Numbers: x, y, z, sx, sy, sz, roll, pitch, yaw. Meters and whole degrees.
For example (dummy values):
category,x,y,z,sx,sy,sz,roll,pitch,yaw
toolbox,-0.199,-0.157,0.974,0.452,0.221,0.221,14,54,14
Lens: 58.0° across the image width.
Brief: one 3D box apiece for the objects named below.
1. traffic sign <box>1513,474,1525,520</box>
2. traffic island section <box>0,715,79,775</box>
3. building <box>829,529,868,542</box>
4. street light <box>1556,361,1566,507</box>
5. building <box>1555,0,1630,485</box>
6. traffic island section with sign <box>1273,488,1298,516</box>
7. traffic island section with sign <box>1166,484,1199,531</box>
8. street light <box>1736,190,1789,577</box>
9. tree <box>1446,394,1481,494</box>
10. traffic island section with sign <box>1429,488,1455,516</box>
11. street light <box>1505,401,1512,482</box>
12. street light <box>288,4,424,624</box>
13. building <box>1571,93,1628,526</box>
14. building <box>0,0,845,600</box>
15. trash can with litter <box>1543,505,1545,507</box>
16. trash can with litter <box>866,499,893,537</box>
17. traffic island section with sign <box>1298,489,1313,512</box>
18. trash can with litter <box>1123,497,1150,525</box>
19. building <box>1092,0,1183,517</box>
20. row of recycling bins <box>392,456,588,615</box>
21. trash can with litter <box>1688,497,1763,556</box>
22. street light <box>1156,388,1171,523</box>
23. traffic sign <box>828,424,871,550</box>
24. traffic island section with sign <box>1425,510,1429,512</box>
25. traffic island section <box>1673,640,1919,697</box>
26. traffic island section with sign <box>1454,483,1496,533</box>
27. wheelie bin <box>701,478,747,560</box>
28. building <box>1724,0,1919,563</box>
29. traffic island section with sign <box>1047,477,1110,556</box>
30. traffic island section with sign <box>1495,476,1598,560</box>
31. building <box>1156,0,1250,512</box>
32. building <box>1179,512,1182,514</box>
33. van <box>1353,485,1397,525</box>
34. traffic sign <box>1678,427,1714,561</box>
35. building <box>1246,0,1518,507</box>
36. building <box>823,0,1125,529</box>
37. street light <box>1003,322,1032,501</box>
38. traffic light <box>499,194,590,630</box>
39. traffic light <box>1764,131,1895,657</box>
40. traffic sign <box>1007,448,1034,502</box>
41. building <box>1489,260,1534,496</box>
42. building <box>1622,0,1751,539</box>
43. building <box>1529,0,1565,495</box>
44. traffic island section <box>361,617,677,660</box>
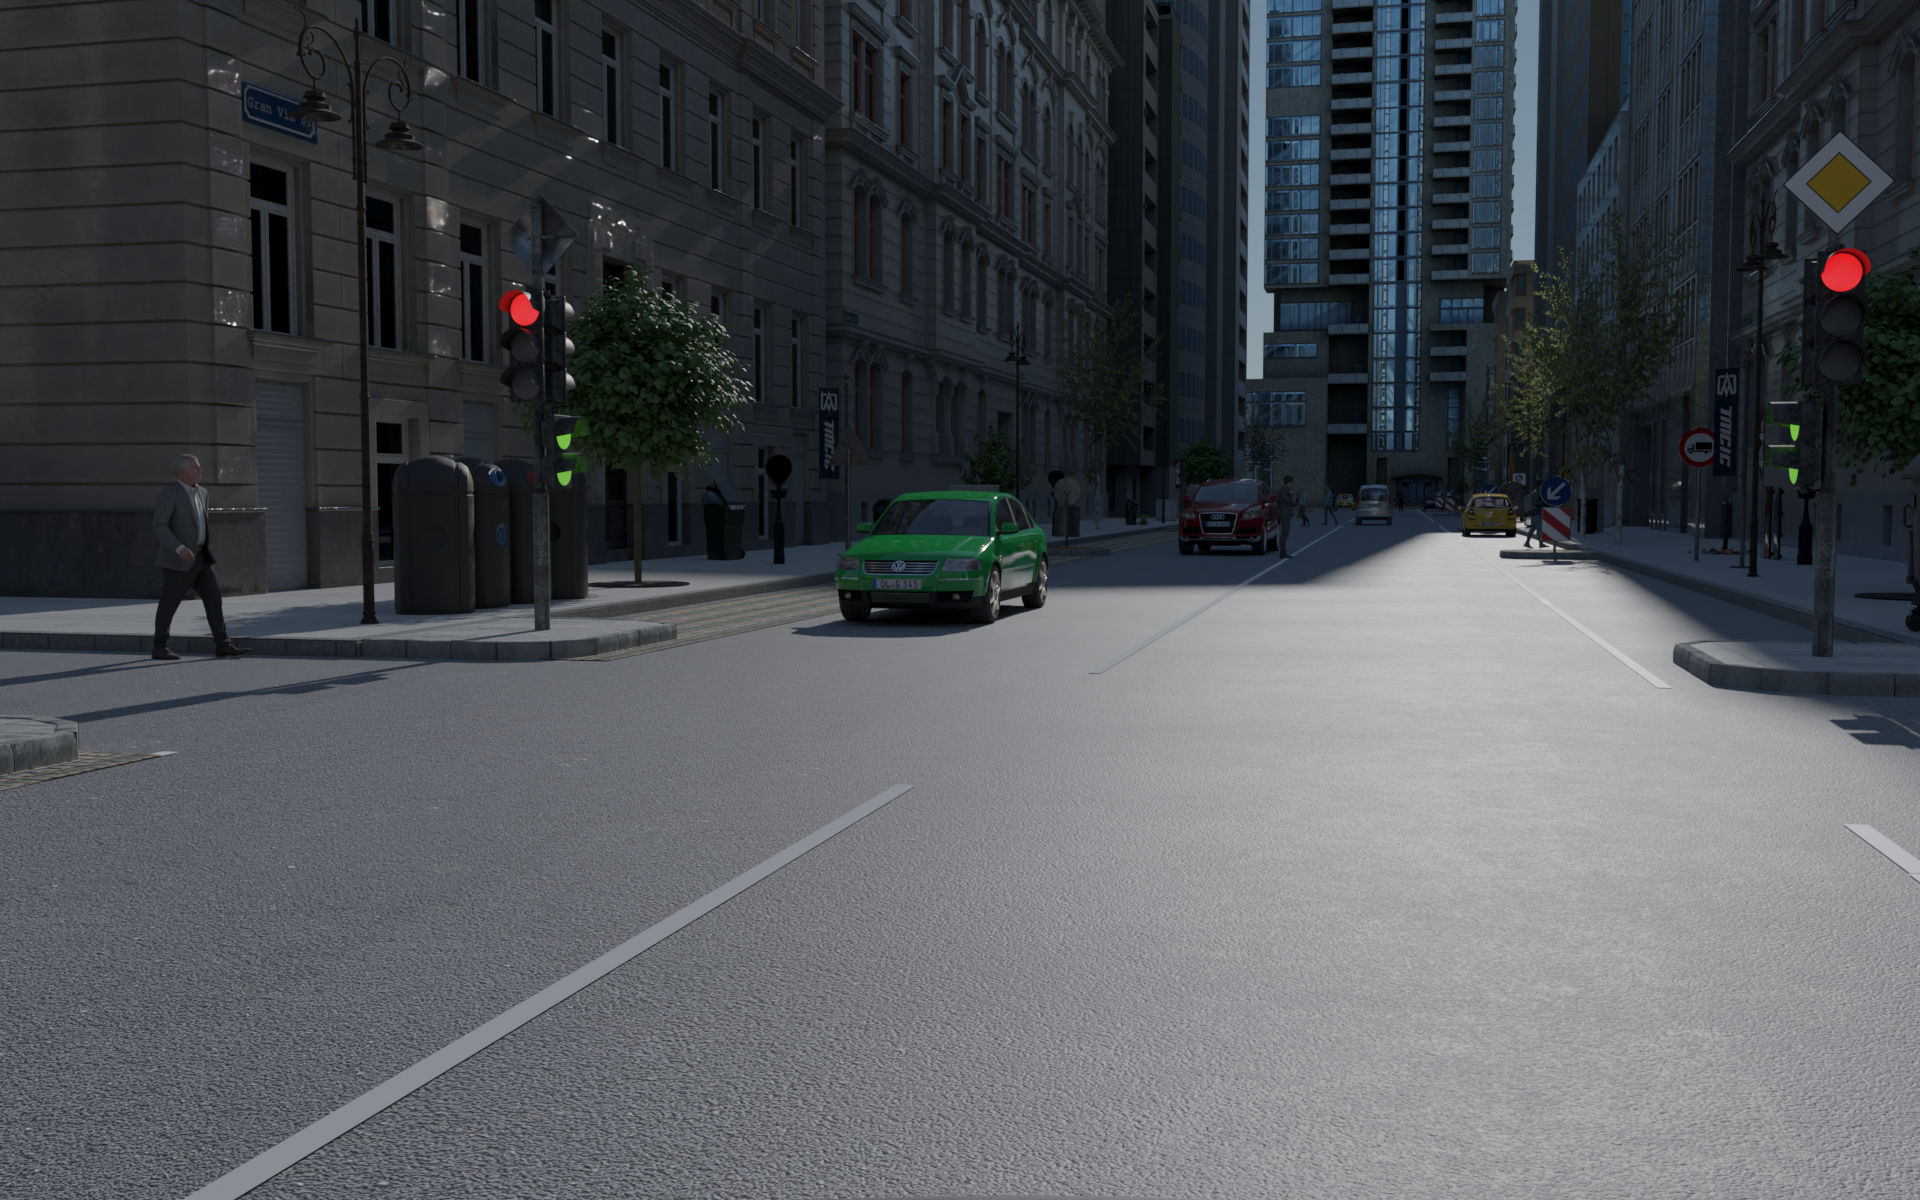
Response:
category,x,y,z,sx,sy,sz,roll,pitch,yaw
traffic sign,27.480,-5.079,85.173,0.606,2.300,0.079,1,4,15
traffic island section,-5.915,0.834,8.651,2.009,0.180,2.903,1,4,14
building,-6.351,-16.518,57.457,14.401,28.519,23.554,1,4,14
street light,19.447,-5.076,55.781,0.468,5.910,1.993,1,4,14
building,39.440,-26.939,90.568,14.600,45.320,14.200,1,4,14
traffic island section with sign,21.245,-6.525,115.310,1.989,1.847,2.006,1,4,14
traffic island section with sign,9.048,-3.557,66.781,1.989,1.847,2.006,1,4,14
street light,12.290,-3.295,26.669,0.468,5.910,1.993,1,4,14
tree,37.239,-10.689,125.134,4.737,8.622,4.395,0,3,0
traffic island section with sign,31.692,-6.352,112.490,1.989,1.847,2.006,1,4,14
street light,26.836,-6.853,84.834,0.468,5.910,1.993,1,4,14
street light,-5.854,-2.703,16.986,0.468,5.910,1.993,1,4,14
building,33.297,-13.530,75.971,10.420,20.320,16.860,1,4,14
building,-11.764,-14.431,33.203,12.463,27.353,25.104,1,4,14
trash can with litter,21.858,-3.235,64.281,1.055,1.170,0.624,1,4,18
trash can with litter,-1.904,-1.904,42.523,0.624,1.170,1.055,1,4,16
traffic island section with sign,27.813,-8.124,141.456,1.989,1.847,2.006,1,4,14
trash can with litter,7.296,-3.680,71.554,1.055,1.170,0.624,0,4,-6
building,4.747,-20.003,98.745,14.160,30.474,14.107,1,4,14
row of recycling bins,-5.388,-0.788,19.994,1.069,1.692,3.534,1,4,14
trash can with litter,16.562,-1.602,37.248,1.678,1.210,2.233,1,4,20
street light,8.914,-6.299,75.775,0.468,5.910,1.993,1,4,14
traffic sign,-2.056,-1.962,32.081,0.884,2.594,0.081,2,4,24
traffic island section with sign,38.416,-7.987,139.221,1.989,1.847,2.006,1,4,14
traffic island section,6.837,0.526,13.685,2.009,0.180,2.903,1,4,14
traffic island section with sign,19.888,-3.481,65.537,1.989,1.847,2.006,1,4,14
wheelie bin,-4.628,-1.582,33.771,0.693,1.594,0.980,2,4,28
building,25.157,-15.199,35.889,14.401,28.519,23.554,1,4,14
traffic island section with sign,2.477,-1.958,40.636,1.989,1.847,2.006,1,4,14
traffic island section with sign,13.154,-1.844,38.771,1.989,1.847,2.006,1,4,14
building,11.087,-37.407,153.596,28.212,58.520,21.231,1,4,14
building,6.327,-35.319,119.464,21.231,58.520,28.212,1,4,14
van,19.363,-4.521,80.923,2.013,2.044,4.112,1,4,14
traffic sign,14.143,-2.023,33.178,0.768,2.556,0.104,1,4,14
building,44.132,-53.089,180.674,31.000,86.520,22.319,1,4,14
building,-0.972,-17.934,80.610,14.401,28.519,23.554,1,4,14
street light,1.549,-4.515,46.601,0.468,5.910,1.993,1,4,14
traffic light,-3.932,-1.672,16.252,0.839,4.253,0.868,1,4,14
traffic light,6.801,-1.508,13.580,0.839,4.253,0.868,1,4,14
traffic sign,1.644,-2.963,48.451,0.884,2.594,0.081,1,4,18
building,57.836,-17.981,139.026,27.650,21.520,28.899,1,4,14
building,29.700,-14.637,57.344,12.078,24.808,19.932,1,4,14
building,47.781,-34.743,110.043,21.231,58.520,28.212,1,4,14
traffic island section,-3.968,0.360,16.396,2.009,0.180,2.903,1,4,14
